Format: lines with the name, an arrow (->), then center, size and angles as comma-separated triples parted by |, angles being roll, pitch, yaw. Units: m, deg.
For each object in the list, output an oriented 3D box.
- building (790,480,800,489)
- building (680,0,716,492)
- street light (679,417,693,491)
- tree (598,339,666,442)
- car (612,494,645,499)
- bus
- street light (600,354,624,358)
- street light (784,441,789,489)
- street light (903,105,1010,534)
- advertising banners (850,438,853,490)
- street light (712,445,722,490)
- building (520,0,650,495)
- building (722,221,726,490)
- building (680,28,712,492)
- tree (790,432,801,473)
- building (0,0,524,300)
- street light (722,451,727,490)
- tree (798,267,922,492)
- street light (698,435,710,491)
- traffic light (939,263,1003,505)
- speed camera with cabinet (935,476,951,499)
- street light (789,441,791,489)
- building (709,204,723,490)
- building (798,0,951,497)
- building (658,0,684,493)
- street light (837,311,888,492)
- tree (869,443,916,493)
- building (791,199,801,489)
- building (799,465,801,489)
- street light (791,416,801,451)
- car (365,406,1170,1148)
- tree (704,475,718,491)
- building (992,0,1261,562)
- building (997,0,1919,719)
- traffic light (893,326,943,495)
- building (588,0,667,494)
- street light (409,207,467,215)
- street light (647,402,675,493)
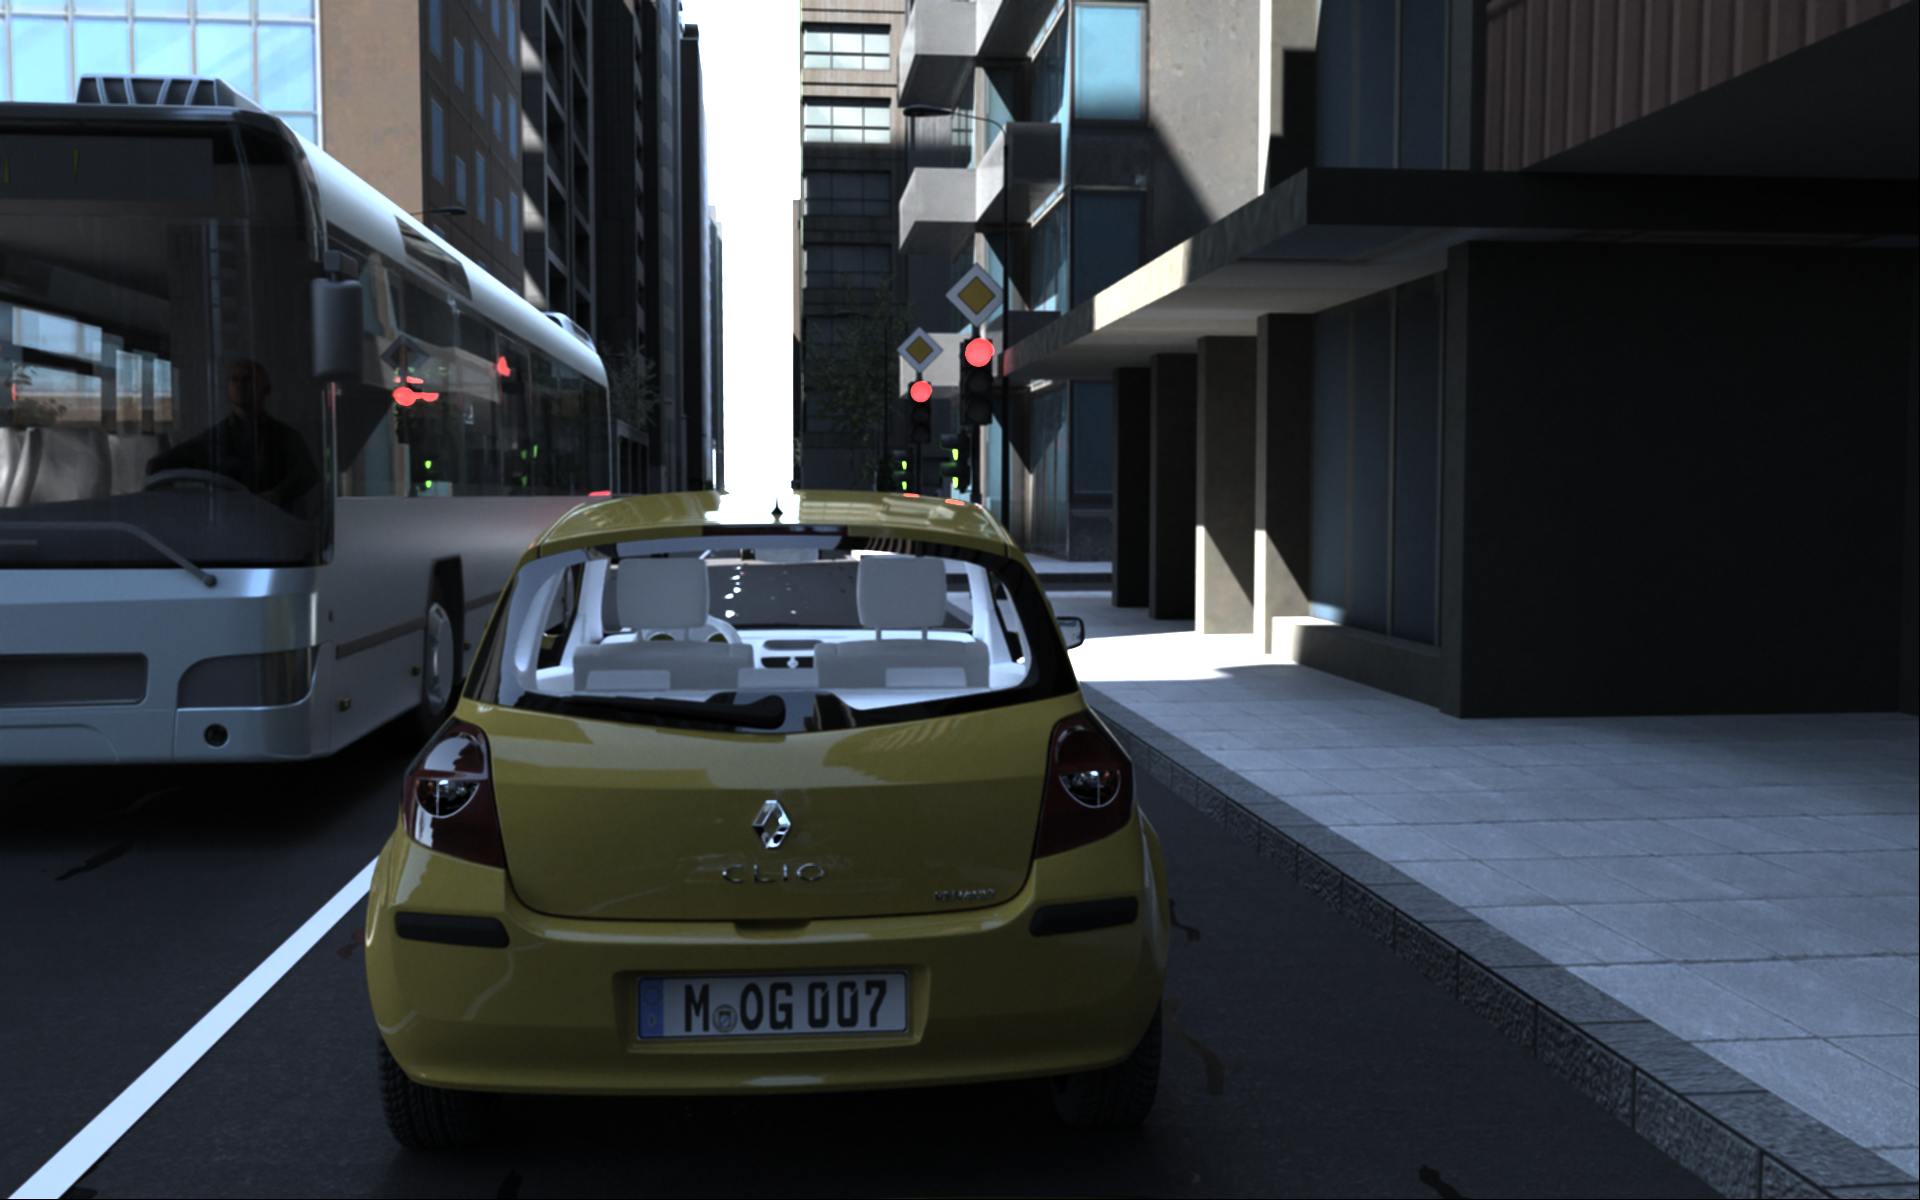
building -> -6.991, -33.389, 237.792 | 32.217, 40.220, 23.993 | 0, 4, -6
building -> -41.368, -55.037, 212.521 | 22.319, 86.520, 31.000 | 0, 4, -6
street light -> -16.993, -8.078, 104.614 | 1.470, 5.913, 1.316 | 0, 4, -6
tree -> -15.881, -8.009, 81.308 | 4.360, 8.622, 3.978 | 0, 3, 0
car -> -7.267, -1.565, 37.389 | 2.131, 1.459, 4.920 | 0, 4, -7
bus -> -4.447, -1.072, 12.388 | 2.948, 3.499, 13.247 | 0, 4, -6
street light -> -11.865, -5.207, 57.668 | 1.470, 5.913, 1.316 | 0, 4, -6
street light -> -14.284, -10.889, 150.582 | 1.470, 5.913, 1.316 | 0, 4, -6
street light -> 0.016, -2.960, 20.931 | 1.470, 5.913, 1.316 | 0, 4, -6
advertising banners -> -3.293, -3.437, 52.379 | 0.090, 3.025, 2.074 | 0, 4, -4
street light -> -23.640, -11.741, 164.512 | 1.470, 5.913, 1.316 | 0, 4, -6
building -> -22.398, -38.234, 63.376 | 20.563, 71.187, 20.611 | 0, 4, -6
building -> -41.391, -34.711, 251.114 | 14.154, 41.232, 14.086 | 0, 4, -6
building -> -31.867, -31.667, 167.864 | 14.600, 45.320, 14.200 | 0, 4, -6
tree -> -16.956, -14.881, 193.663 | 4.360, 8.622, 3.978 | 0, 3, 0
building -> -18.125, -23.793, 39.124 | 14.600, 45.320, 14.200 | 0, 4, -6
street light -> -26.205, -13.109, 186.875 | 1.470, 5.913, 1.316 | 0, 4, -6
tree -> -2.992, -6.428, 55.467 | 4.737, 8.622, 4.395 | 0, 3, 0
street light -> -20.486, -9.941, 135.069 | 1.470, 5.913, 1.316 | 0, 4, -6
traffic light -> 0.176, -1.974, 21.201 | 0.839, 4.253, 0.868 | 0, 4, -6
speed camera with cabinet -> -0.418, -3.789, 56.280 | 0.660, 3.252, 2.038 | 0, 4, -7
street light -> -11.042, -9.095, 121.243 | 1.470, 5.913, 1.316 | 0, 4, -6
building -> -40.269, -33.827, 236.662 | 14.154, 41.232, 14.086 | 0, 4, -6
building -> 0.723, -23.472, 67.369 | 14.154, 41.232, 14.086 | 0, 4, -6
building -> -29.816, -35.030, 114.742 | 21.231, 58.520, 28.212 | 0, 4, -6
street light -> -2.429, -4.382, 44.183 | 1.470, 5.913, 1.316 | 0, 4, -6
tree -> -2.550, -3.950, 59.185 | 1.663, 3.219, 1.824 | 0, 3, 0
building -> -17.882, -37.045, 255.800 | 14.600, 45.320, 14.200 | 0, 4, -6
building -> -2.601, -42.852, 138.875 | 20.563, 71.187, 20.611 | 0, 4, -6
street light -> -9.169, -8.003, 103.398 | 1.470, 5.913, 1.316 | 0, 4, -6
car -> -0.530, 0.302, 5.282 | 2.015, 1.641, 3.980 | 0, 4, -5
tree -> -25.887, -11.313, 179.568 | 1.663, 3.219, 1.824 | 0, 3, 0
building -> 13.664, -25.837, 42.042 | 30.456, 49.044, 23.786 | 0, 4, -6
building -> 12.682, -21.560, 7.132 | 22.147, 44.769, 28.867 | 0, 4, -6
traffic light -> -0.701, -2.460, 29.138 | 0.839, 4.253, 0.868 | 0, 4, -6
building -> -23.385, -19.637, 92.769 | 14.160, 30.474, 14.107 | 0, 4, -6
street light -> -8.676, -3.400, 28.135 | 1.470, 5.913, 1.316 | 0, 4, -6
street light -> -15.127, -7.000, 86.994 | 1.470, 5.913, 1.316 | 0, 4, -6
